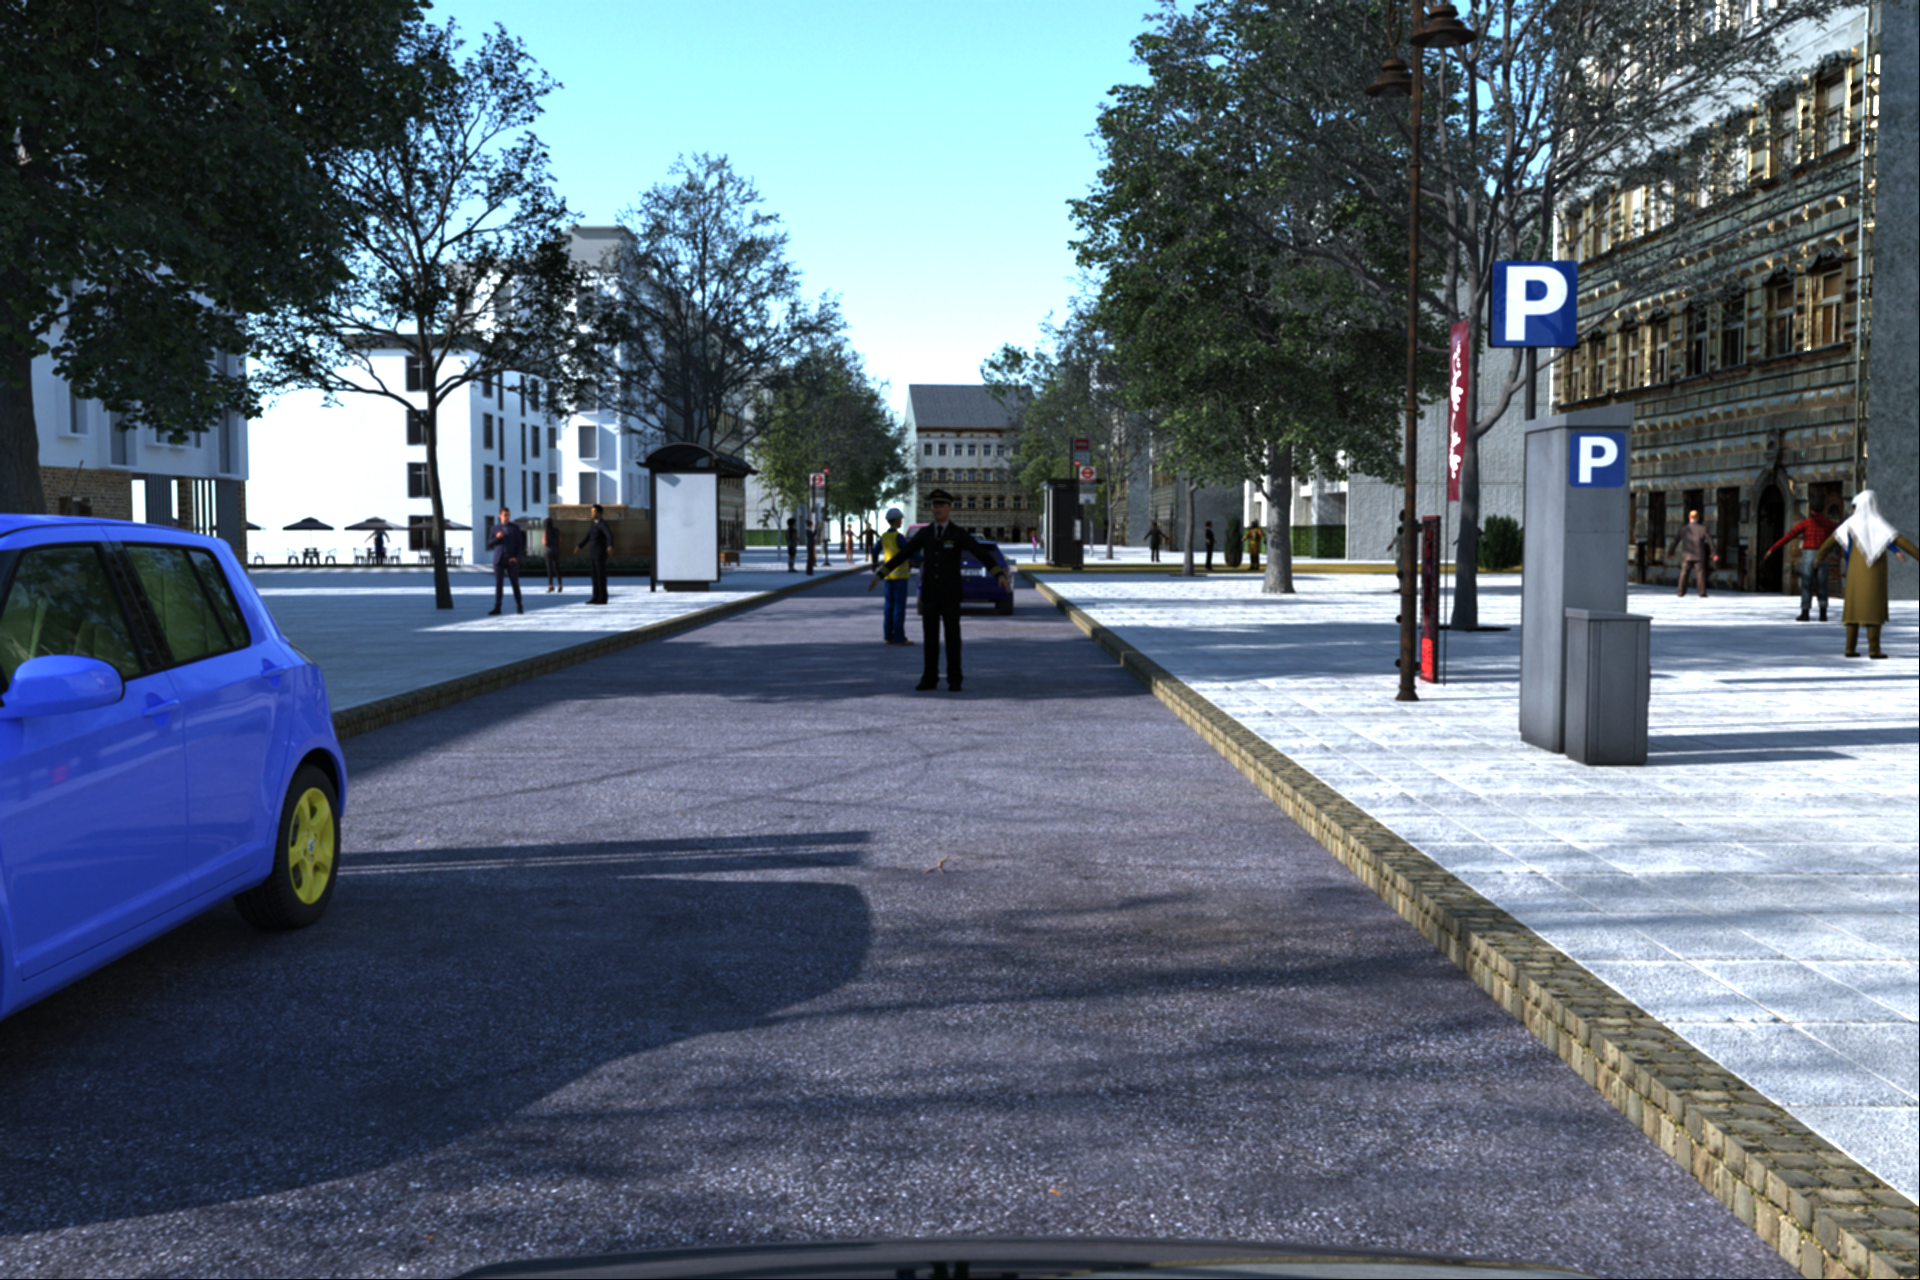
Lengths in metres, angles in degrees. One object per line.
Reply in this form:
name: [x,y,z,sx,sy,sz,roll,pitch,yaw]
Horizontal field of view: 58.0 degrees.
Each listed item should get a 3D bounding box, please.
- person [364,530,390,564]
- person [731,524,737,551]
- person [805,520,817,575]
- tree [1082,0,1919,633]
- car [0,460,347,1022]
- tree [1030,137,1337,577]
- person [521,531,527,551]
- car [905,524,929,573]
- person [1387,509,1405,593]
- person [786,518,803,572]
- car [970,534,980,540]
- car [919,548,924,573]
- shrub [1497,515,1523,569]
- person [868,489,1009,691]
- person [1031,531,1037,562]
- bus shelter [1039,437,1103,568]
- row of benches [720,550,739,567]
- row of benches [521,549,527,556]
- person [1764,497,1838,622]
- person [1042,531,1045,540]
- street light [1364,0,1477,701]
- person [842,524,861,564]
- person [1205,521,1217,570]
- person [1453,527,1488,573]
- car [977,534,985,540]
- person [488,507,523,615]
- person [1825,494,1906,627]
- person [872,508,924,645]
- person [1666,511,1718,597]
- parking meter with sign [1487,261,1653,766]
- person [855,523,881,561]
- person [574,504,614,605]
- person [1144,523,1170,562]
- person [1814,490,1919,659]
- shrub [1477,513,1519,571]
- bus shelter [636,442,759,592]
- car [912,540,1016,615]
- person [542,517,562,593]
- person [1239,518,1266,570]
person: [-24.002,-4.013,71.465,0.705,1.847,1.347,2,4,28]
person: [-11.311,-4.917,86.656,0.705,1.796,1.348,0,4,-3]
person: [-4.557,-2.876,53.871,0.445,1.727,0.742,-3,5,-42]
tree: [6.887,-6.872,22.728,12.009,13.543,11.850,0,3,0]
car: [-3.202,0.278,5.041,1.945,1.707,3.694,0,4,1]
tree: [7.122,-8.691,52.467,12.009,13.543,11.850,0,3,0]
person: [-19.731,-4.397,78.075,0.705,1.806,1.347,0,4,6]
car: [-1.116,-3.297,62.585,2.281,1.827,5.304,0,3,0]
person: [9.700,-1.948,37.933,0.704,1.819,1.344,2,4,35]
person: [-5.617,-3.180,58.139,0.704,1.843,1.345,-2,4,-25]
car: [0.604,-6.382,116.144,2.131,1.459,4.920,0,4,1]
car: [-0.377,-2.902,56.241,1.959,1.807,4.718,0,4,1]
shrub: [19.880,-3.587,63.066,1.690,2.028,1.600,0,3,0]
person: [-0.177,-0.459,15.889,1.347,1.837,0.705,1,4,17]
person: [3.474,-4.288,79.372,0.599,1.433,0.991,0,4,4]
bus shelter: [4.340,-5.620,69.512,2.179,5.291,8.768,0,3,0]
row of benches: [-9.932,-3.336,70.014,1.422,0.672,4.104,-2,4,-29]
row of benches: [-18.297,-3.614,74.553,1.422,0.672,4.104,2,4,26]
person: [12.529,-1.179,25.388,1.345,1.816,0.704,1,4,13]
person: [4.698,-5.240,91.853,0.705,1.806,1.347,3,5,40]
street light: [3.449,-2.470,13.180,0.468,5.910,1.993,0,4,0]
person: [-4.708,-4.167,74.935,0.721,1.733,1.217,3,4,38]
person: [8.989,-3.374,61.879,0.721,1.740,1.216,1,4,20]
person: [16.917,-3.148,57.241,0.705,1.856,1.354,-3,4,-36]
car: [1.099,-7.035,125.249,2.015,1.641,3.980,0,4,1]
person: [-7.254,-1.265,27.643,0.541,1.710,0.530,1,4,9]
person: [12.478,-1.109,24.006,0.705,1.842,1.347,-1,4,-18]
person: [-0.772,-0.827,22.437,0.721,1.772,1.216,-3,5,-40]
person: [14.926,-1.755,35.291,0.990,1.755,0.434,3,4,36]
parking meter with sign: [3.654,-0.860,10.325,0.543,3.016,1.738,0,4,0]
person: [-4.250,-4.597,81.304,1.346,1.812,0.704,0,4,2]
person: [-6.617,-1.560,31.557,0.704,1.823,1.345,-3,5,-40]
person: [9.015,-4.496,79.734,1.346,1.802,0.704,2,4,34]
person: [9.425,-0.682,17.932,0.721,1.736,1.217,-2,4,-35]
shrub: [18.524,-3.404,60.079,1.690,2.028,1.600,0,3,0]
bus shelter: [-6.082,-2.869,40.827,2.014,3.302,5.546,0,4,1]
car: [0.081,-1.184,31.939,1.945,1.354,3.894,0,4,0]
person: [-8.943,-1.862,37.962,0.415,1.643,0.593,0,4,5]
person: [10.491,-3.425,61.763,0.705,1.858,1.354,-2,4,-33]
